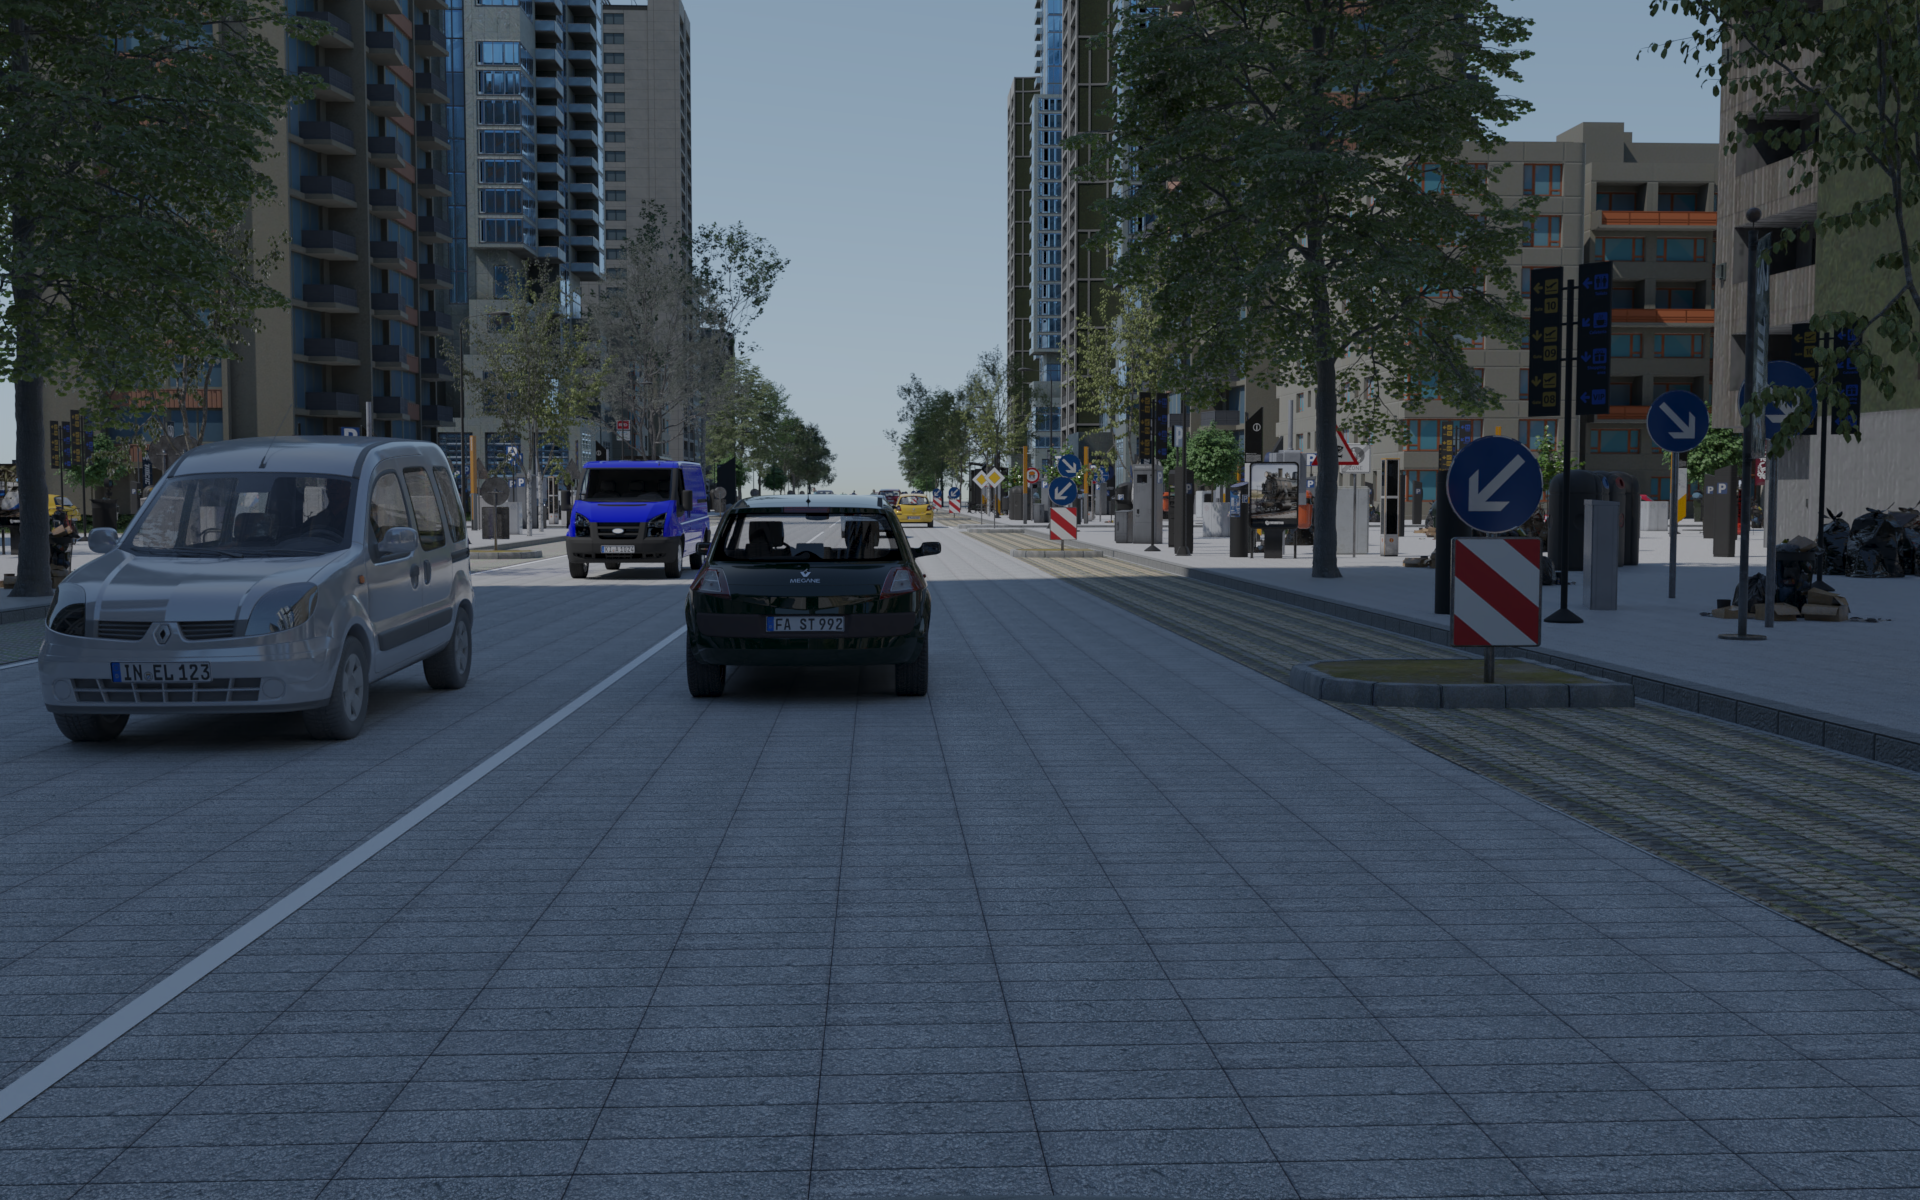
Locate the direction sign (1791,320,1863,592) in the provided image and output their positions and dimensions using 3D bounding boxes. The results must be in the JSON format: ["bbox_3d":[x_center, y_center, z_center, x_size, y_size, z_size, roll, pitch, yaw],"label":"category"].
[{"bbox_3d":[11.377,-1.886,22.828,0.379,3.537,0.876,-3,5,-44],"label":"direction sign"}]

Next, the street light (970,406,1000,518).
[{"bbox_3d":[1.412,-7.273,91.460,1.470,5.913,1.316,0,4,-3],"label":"street light"}]

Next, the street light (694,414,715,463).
[{"bbox_3d":[-14.813,-7.806,100.161,1.470,5.913,1.316,0,4,-3],"label":"street light"}]

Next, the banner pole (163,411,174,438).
[{"bbox_3d":[-23.792,-3.798,52.121,0.401,3.779,0.863,0,4,1],"label":"banner pole"}]

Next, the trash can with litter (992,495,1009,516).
[{"bbox_3d":[3.120,-5.643,103.312,2.233,1.210,1.678,1,4,14],"label":"trash can with litter"}]

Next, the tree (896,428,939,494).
[{"bbox_3d":[-6.396,-23.479,290.536,9.857,13.997,8.962,0,3,0],"label":"tree"}]

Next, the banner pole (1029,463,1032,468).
[{"bbox_3d":[5.707,-9.190,140.268,0.401,3.779,0.863,2,4,25],"label":"banner pole"}]

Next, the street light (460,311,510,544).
[{"bbox_3d":[-12.118,-4.376,44.089,1.470,5.913,1.316,0,4,-3],"label":"street light"}]

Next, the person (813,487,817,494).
[{"bbox_3d":[-8.902,-6.021,106.808,0.748,1.841,0.638,1,4,22],"label":"person"}]

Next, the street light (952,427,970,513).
[{"bbox_3d":[0.108,-8.962,119.067,1.470,5.913,1.316,0,4,-3],"label":"street light"}]

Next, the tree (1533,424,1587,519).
[{"bbox_3d":[16.310,-3.284,48.292,1.663,3.219,1.824,0,3,0],"label":"tree"}]

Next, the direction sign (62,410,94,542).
[{"bbox_3d":[-23.734,-3.357,46.889,0.379,3.537,0.876,1,4,9],"label":"direction sign"}]

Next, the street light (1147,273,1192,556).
[{"bbox_3d":[4.103,-3.868,35.789,1.470,5.913,1.316,0,4,-3],"label":"street light"}]

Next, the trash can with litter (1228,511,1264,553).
[{"bbox_3d":[6.429,-1.618,37.848,1.055,1.170,0.624,-1,4,-22],"label":"trash can with litter"}]

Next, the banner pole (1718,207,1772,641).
[{"bbox_3d":[6.886,-1.529,15.013,0.401,3.779,0.863,1,4,12],"label":"banner pole"}]

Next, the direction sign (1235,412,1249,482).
[{"bbox_3d":[7.949,-3.432,48.107,0.379,3.537,0.876,1,4,14],"label":"direction sign"}]

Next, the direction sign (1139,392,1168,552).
[{"bbox_3d":[4.315,-2.857,38.713,0.876,3.537,0.379,-3,4,-39],"label":"direction sign"}]

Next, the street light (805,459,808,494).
[{"bbox_3d":[-21.123,-15.867,231.958,1.470,5.913,1.316,0,4,-3],"label":"street light"}]

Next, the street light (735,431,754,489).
[{"bbox_3d":[-16.106,-9.528,128.322,1.470,5.913,1.316,0,4,-3],"label":"street light"}]

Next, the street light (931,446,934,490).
[{"bbox_3d":[-2.252,-11.980,168.409,1.470,5.913,1.316,0,4,-3],"label":"street light"}]

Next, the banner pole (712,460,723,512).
[{"bbox_3d":[-17.803,-8.398,127.322,0.863,3.779,0.401,0,4,-4],"label":"banner pole"}]

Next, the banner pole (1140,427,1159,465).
[{"bbox_3d":[6.236,-4.068,56.532,0.863,3.779,0.401,-1,4,-21],"label":"banner pole"}]

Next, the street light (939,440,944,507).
[{"bbox_3d":[-1.208,-10.691,147.335,1.470,5.913,1.316,0,4,-3],"label":"street light"}]

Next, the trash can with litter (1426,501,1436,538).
[{"bbox_3d":[14.249,-2.447,51.402,0.624,1.170,1.055,3,4,36],"label":"trash can with litter"}]

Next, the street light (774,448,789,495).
[{"bbox_3d":[-18.336,-12.427,175.728,1.470,5.913,1.316,0,4,-3],"label":"street light"}]

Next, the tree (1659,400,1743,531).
[{"bbox_3d":[26.208,-4.710,60.723,4.285,4.588,4.351,0,3,0],"label":"tree"}]

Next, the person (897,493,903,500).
[{"bbox_3d":[-3.622,-5.751,105.127,0.503,1.515,0.523,-2,4,-29],"label":"person"}]

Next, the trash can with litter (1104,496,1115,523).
[{"bbox_3d":[7.257,-4.039,77.092,2.233,1.210,1.678,-3,5,-41],"label":"trash can with litter"}]

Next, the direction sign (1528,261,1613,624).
[{"bbox_3d":[6.045,-1.544,17.236,0.379,3.537,0.876,-3,5,-39],"label":"direction sign"}]

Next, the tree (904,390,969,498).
[{"bbox_3d":[-2.380,-16.546,188.648,7.486,12.596,7.792,0,3,0],"label":"tree"}]

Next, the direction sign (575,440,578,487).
[{"bbox_3d":[-16.120,-4.951,72.944,0.379,3.537,0.876,-1,4,-18],"label":"direction sign"}]

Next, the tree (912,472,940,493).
[{"bbox_3d":[-4.224,-16.165,248.013,4.285,4.588,4.351,0,3,0],"label":"tree"}]

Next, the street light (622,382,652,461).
[{"bbox_3d":[-13.417,-6.069,71.767,1.470,5.913,1.316,0,4,-3],"label":"street light"}]

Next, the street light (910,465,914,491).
[{"bbox_3d":[-6.161,-17.027,250.933,1.470,5.913,1.316,0,4,-3],"label":"street light"}]

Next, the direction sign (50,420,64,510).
[{"bbox_3d":[-27.882,-3.777,53.751,0.379,3.537,0.876,1,4,10],"label":"direction sign"}]

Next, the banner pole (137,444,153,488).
[{"bbox_3d":[-40.776,-5.905,86.560,0.863,3.779,0.401,-2,4,-31],"label":"banner pole"}]

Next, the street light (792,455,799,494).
[{"bbox_3d":[-19.590,-14.116,203.338,1.470,5.913,1.316,0,4,-3],"label":"street light"}]

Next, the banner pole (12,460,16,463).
[{"bbox_3d":[-60.320,-7.398,110.982,0.401,3.779,0.863,2,4,31],"label":"banner pole"}]

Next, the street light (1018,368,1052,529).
[{"bbox_3d":[2.826,-5.590,63.930,1.470,5.913,1.316,0,4,-3],"label":"street light"}]

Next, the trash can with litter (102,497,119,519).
[{"bbox_3d":[-29.998,-3.076,61.683,1.055,1.170,0.624,-1,4,-10],"label":"trash can with litter"}]

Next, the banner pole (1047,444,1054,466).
[{"bbox_3d":[4.499,-5.861,85.851,0.401,3.779,0.863,2,4,31],"label":"banner pole"}]

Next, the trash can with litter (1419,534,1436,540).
[{"bbox_3d":[13.803,-2.271,48.185,1.678,1.210,2.233,-2,4,-31],"label":"trash can with litter"}]

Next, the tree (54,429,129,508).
[{"bbox_3d":[-41.293,-6.028,82.272,4.285,4.588,4.351,0,3,0],"label":"tree"}]

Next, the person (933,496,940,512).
[{"bbox_3d":[-1.877,-7.808,137.006,0.563,1.720,0.643,-1,4,-14],"label":"person"}]

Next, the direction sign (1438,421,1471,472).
[{"bbox_3d":[15.385,-3.778,53.761,0.876,3.537,0.379,1,4,22],"label":"direction sign"}]

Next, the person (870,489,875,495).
[{"bbox_3d":[-6.508,-7.521,131.651,0.590,1.801,0.661,-3,5,-39],"label":"person"}]

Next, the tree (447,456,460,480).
[{"bbox_3d":[-23.041,-5.009,76.498,1.663,3.219,1.824,0,3,0],"label":"tree"}]

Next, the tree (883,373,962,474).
[{"bbox_3d":[-5.615,-25.214,268.137,12.611,20.169,13.585,0,3,0],"label":"tree"}]

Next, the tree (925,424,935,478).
[{"bbox_3d":[-0.199,-12.555,155.637,4.737,8.622,4.395,0,3,0],"label":"tree"}]
